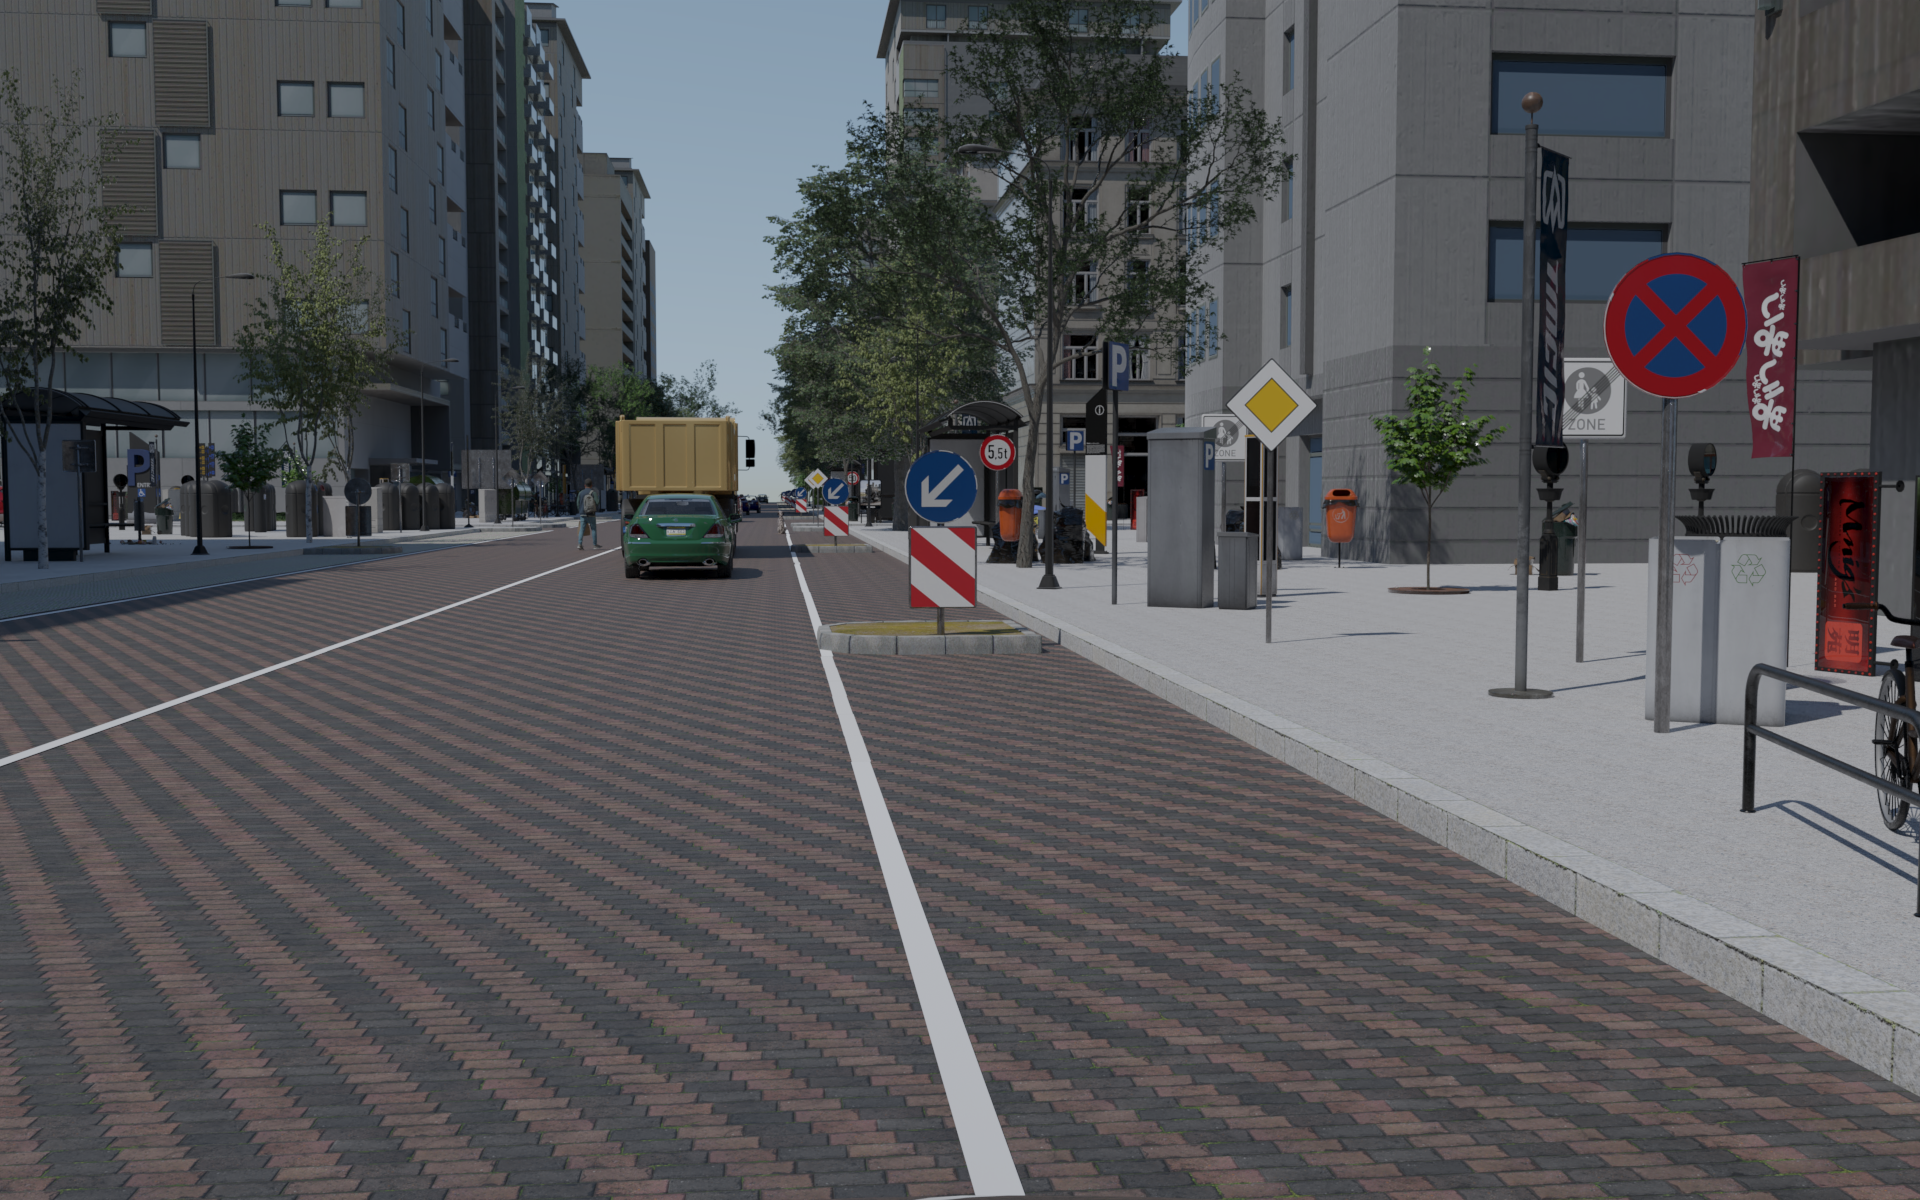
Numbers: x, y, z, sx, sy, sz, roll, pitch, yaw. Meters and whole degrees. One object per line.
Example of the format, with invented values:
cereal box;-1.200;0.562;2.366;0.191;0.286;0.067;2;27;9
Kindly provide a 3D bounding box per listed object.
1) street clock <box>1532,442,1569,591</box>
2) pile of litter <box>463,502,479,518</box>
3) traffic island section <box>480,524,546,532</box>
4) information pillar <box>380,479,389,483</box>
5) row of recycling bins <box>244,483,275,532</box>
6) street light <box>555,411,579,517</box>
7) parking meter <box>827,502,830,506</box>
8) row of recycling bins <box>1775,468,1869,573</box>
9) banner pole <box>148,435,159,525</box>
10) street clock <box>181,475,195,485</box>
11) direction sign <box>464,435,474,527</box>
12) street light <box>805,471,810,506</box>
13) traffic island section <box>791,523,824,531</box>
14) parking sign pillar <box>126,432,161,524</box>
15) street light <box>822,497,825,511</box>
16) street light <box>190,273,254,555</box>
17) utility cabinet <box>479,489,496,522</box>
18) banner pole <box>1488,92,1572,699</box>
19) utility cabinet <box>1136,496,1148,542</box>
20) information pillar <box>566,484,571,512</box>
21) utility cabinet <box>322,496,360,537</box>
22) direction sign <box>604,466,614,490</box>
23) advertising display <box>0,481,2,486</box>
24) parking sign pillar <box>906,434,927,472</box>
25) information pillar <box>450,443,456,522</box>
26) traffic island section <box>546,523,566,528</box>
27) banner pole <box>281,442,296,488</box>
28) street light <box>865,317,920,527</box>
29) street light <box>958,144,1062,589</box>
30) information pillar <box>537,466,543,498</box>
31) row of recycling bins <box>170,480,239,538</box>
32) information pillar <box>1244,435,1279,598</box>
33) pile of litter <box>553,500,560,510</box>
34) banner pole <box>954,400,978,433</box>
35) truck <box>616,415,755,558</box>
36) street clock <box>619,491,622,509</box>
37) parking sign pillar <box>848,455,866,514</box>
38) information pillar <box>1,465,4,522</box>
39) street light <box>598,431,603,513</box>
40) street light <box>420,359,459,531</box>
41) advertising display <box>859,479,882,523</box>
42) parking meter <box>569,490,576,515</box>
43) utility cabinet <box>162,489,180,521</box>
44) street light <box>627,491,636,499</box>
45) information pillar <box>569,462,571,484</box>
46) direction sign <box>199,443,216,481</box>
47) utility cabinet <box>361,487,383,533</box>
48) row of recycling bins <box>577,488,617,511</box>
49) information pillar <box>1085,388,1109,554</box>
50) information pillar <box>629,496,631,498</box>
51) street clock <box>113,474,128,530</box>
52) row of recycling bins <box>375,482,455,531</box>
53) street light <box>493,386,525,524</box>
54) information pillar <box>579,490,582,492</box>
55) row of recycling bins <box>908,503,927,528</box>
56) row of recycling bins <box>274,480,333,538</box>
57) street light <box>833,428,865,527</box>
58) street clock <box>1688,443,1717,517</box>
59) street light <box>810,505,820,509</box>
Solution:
street clock;7.816;-1.125;22.966;0.471;2.002;0.358;-2;4;-33
pile of litter;-25.756;-4.785;92.200;1.176;0.858;1.719;3;5;41
traffic island section;-17.208;-2.709;66.569;2.009;0.180;2.903;0;4;-6
information pillar;-27.185;-4.731;81.837;0.304;2.012;0.304;-3;5;-45
row of recycling bins;-24.479;-3.272;60.607;1.069;1.692;3.534;-1;4;-20
street light;-22.027;-7.615;97.038;1.470;5.913;1.316;0;4;-6
parking meter;-8.666;-6.562;115.698;0.372;1.533;0.369;0;3;0
row of recycling bins;15.014;-1.265;27.798;3.534;1.692;1.069;2;4;30
banner pole;-33.780;-5.054;72.651;0.401;3.779;0.863;0;4;3
street clock;-29.181;-3.726;65.495;0.471;2.002;0.358;-1;4;-23
direction sign;-18.908;-4.561;66.575;0.379;3.537;0.876;-1;4;-13
street light;-10.584;-9.496;127.803;1.470;5.913;1.316;0;4;-6
traffic island section;-5.533;-2.785;67.811;2.009;0.180;2.903;0;4;-6
parking sign pillar;-35.275;-5.283;74.845;1.447;3.967;1.447;0;4;6
street light;-5.695;-6.736;82.679;1.470;5.913;1.316;0;4;-6
street light;-15.545;-3.914;36.527;1.470;5.913;1.316;0;4;-6
utility cabinet;-21.112;-4.210;77.510;0.318;1.500;1.173;1;4;11
banner pole;3.715;-1.288;11.080;0.401;3.779;0.863;3;5;40
utility cabinet;4.894;-2.160;46.470;0.306;1.237;1.020;1;4;9
information pillar;-27.970;-7.285;123.599;0.304;2.012;0.304;-2;4;-33
utility cabinet;-18.547;-2.486;51.810;1.020;1.237;0.306;1;4;20
direction sign;-28.147;-8.979;138.807;0.876;3.537;0.379;-1;4;-14
advertising display;-46.487;-4.788;83.494;0.123;1.923;0.974;0;4;0
parking sign pillar;-1.583;-4.801;66.965;1.447;3.967;1.447;1;4;15
information pillar;-23.082;-5.345;78.751;0.183;3.616;0.504;-1;4;-12
traffic island section;-18.059;-3.194;74.509;2.009;0.180;2.903;0;4;-6
banner pole;-32.487;-5.748;83.990;0.863;3.779;0.401;-1;4;-8
street light;-1.656;-4.465;45.538;1.470;5.913;1.316;0;4;-6
street light;0.669;-3.100;23.225;1.470;5.913;1.316;0;4;-6
information pillar;-34.189;-9.158;141.088;0.504;3.616;0.183;-1;4;-19
row of recycling bins;-22.769;-2.755;52.163;1.069;1.692;3.534;-2;4;-35
information pillar;3.745;-1.043;21.541;0.304;2.012;0.304;-3;4;-38
pile of litter;-32.227;-7.634;138.781;1.719;0.858;1.176;1;4;16
banner pole;0.111;-3.429;46.081;0.863;3.779;0.401;-2;4;-24
truck;-6.765;-2.850;42.529;3.469;3.379;9.791;0;4;-7
street clock;-28.756;-8.709;146.962;0.471;2.002;0.358;-1;4;-12
parking sign pillar;-6.672;-7.475;110.687;1.447;3.967;1.447;3;5;44
information pillar;-23.724;-2.375;43.327;0.304;2.012;0.304;3;4;38
street light;-24.274;-8.980;119.359;1.470;5.913;1.316;0;4;-6
street light;-17.886;-5.319;59.502;1.470;5.913;1.316;0;4;-6
advertising display;-3.910;-4.321;75.858;0.974;1.923;0.123;1;4;8
parking meter;-23.253;-5.847;104.010;0.372;1.533;0.369;0;3;0
utility cabinet;-36.355;-4.358;79.931;0.318;1.500;1.173;0;4;5
street light;-26.688;-10.344;141.662;1.470;5.913;1.316;0;4;-6
information pillar;-28.224;-8.250;126.248;0.504;3.616;0.183;-2;4;-32
direction sign;-33.394;-5.192;76.879;0.876;3.537;0.379;1;4;20
utility cabinet;-19.575;-2.950;56.915;1.173;1.500;0.318;1;4;16
row of recycling bins;-27.097;-7.390;127.947;3.534;1.692;1.069;0;4;-5
information pillar;2.926;-2.792;37.008;0.504;3.616;0.183;2;4;28
information pillar;-27.848;-9.499;146.655;0.183;3.616;0.504;-3;5;-43
street clock;-29.805;-3.484;61.542;0.471;2.002;0.358;-2;4;-33
row of recycling bins;-19.476;-3.360;62.050;1.069;1.692;3.534;2;4;28
street light;-19.439;-6.251;74.745;1.470;5.913;1.316;0;4;-6
information pillar;-32.592;-8.800;148.371;0.304;2.012;0.304;3;4;37
row of recycling bins;-0.809;-2.546;48.741;1.069;1.692;3.534;1;4;10
row of recycling bins;-19.864;-2.794;52.798;1.069;1.692;3.534;-1;4;-10
street light;-4.115;-5.828;67.836;1.470;5.913;1.316;0;4;-6
street clock;10.527;-1.225;24.604;0.358;2.002;0.471;3;5;45
street light;-8.239;-8.132;105.493;1.470;5.913;1.316;0;4;-6
